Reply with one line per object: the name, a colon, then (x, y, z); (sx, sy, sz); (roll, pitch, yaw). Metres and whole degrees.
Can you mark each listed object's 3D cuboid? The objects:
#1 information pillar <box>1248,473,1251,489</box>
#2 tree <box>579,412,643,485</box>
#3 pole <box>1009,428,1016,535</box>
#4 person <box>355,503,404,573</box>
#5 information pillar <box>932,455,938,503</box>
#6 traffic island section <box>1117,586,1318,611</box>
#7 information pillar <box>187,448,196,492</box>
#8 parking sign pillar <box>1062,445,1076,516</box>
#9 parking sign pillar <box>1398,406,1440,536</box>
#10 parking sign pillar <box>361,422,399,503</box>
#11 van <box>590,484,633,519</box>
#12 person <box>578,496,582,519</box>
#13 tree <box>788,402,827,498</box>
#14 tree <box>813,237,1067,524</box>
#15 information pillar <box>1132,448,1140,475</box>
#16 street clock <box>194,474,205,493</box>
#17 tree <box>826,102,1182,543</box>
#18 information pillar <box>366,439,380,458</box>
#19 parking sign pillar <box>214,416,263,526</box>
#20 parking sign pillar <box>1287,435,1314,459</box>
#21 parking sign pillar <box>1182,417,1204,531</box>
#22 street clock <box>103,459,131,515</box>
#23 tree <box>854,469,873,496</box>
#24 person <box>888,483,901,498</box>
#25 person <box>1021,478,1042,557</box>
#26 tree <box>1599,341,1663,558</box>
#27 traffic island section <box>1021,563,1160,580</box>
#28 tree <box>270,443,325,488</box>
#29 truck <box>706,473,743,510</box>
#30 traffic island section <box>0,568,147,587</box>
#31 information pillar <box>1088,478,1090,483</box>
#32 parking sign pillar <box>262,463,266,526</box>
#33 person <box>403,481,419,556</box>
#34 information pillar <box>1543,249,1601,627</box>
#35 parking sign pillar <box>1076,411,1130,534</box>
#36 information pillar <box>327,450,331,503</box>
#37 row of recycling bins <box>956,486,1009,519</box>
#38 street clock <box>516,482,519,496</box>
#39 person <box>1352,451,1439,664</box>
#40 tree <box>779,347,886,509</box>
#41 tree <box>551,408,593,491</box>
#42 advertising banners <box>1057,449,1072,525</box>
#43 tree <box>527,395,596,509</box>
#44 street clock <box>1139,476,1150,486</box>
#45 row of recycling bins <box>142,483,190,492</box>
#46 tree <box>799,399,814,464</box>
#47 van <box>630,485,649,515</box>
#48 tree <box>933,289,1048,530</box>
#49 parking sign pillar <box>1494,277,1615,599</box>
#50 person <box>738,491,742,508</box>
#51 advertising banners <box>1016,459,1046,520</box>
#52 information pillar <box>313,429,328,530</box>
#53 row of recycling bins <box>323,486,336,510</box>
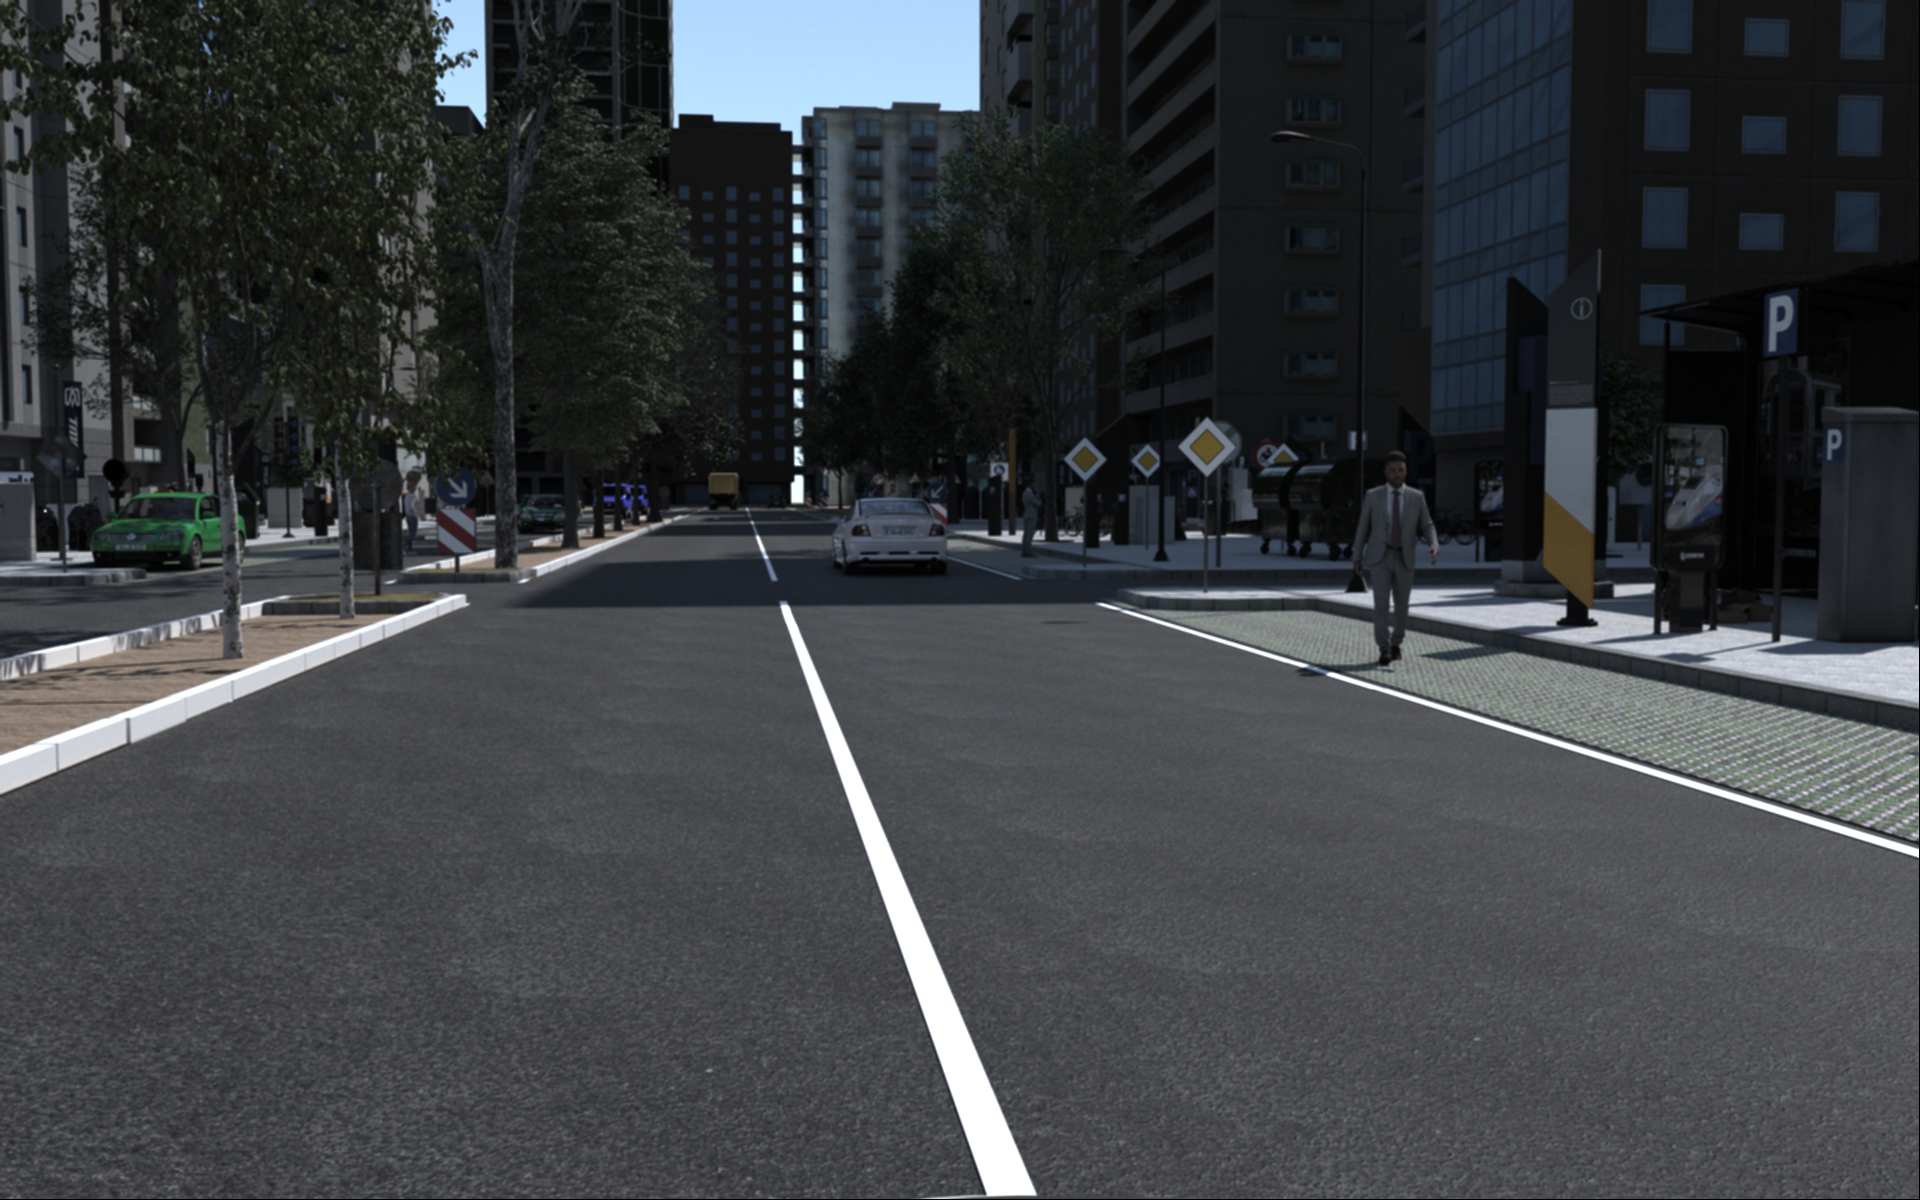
information pillar: (10.064, -3.472, 61.263); (0.304, 2.012, 0.304); (-3, 5, -42)
tree: (-35.957, -16.674, 179.268); (9.857, 13.997, 8.962); (0, 3, 0)
pole: (1.632, -3.674, 53.913); (0.158, 3.312, 0.155); (0, 3, 0)
person: (-10.373, -1.377, 30.992); (0.713, 1.824, 0.794); (2, 4, 35)
information pillar: (-1.190, -5.509, 81.425); (0.183, 3.616, 0.504); (2, 4, 24)
traffic island section: (3.206, -0.013, 22.498); (2.009, 0.180, 2.903); (0, 4, -7)
information pillar: (-38.946, -5.897, 87.767); (0.504, 3.616, 0.183); (2, 4, 28)
parking sign pillar: (6.310, -6.491, 94.603); (1.447, 3.967, 1.447); (1, 4, 23)
parking sign pillar: (14.060, -3.965, 53.307); (1.447, 3.967, 1.447); (-2, 4, -34)
parking sign pillar: (-21.680, -4.662, 64.694); (1.447, 3.967, 1.447); (0, 4, -7)
van: (-20.033, -5.843, 99.919); (2.240, 2.365, 5.245); (0, 4, -7)
person: (-22.052, -5.357, 100.330); (0.306, 1.304, 0.590); (1, 4, 21)
tree: (-14.360, -15.594, 180.713); (9.928, 11.665, 9.643); (0, 3, 0)
tree: (-0.373, -9.649, 74.775); (9.611, 12.733, 9.660); (0, 3, 0)
information pillar: (8.928, -5.903, 87.865); (0.504, 3.616, 0.183); (-2, 4, -33)
street clock: (-27.024, -3.486, 61.569); (0.358, 2.002, 0.471); (-2, 4, -29)
tree: (2.365, -7.366, 46.188); (9.928, 11.665, 9.643); (0, 3, 0)
information pillar: (-20.892, -4.298, 61.626); (0.504, 3.616, 0.183); (0, 4, -2)
parking sign pillar: (-25.046, -4.367, 59.865); (1.447, 3.967, 1.447); (-1, 4, -20)
parking sign pillar: (15.312, -5.494, 78.296); (1.447, 3.967, 1.447); (3, 5, 41)
parking sign pillar: (8.114, -4.396, 60.349); (1.447, 3.967, 1.447); (1, 4, 9)
street clock: (-17.371, -1.905, 35.720); (0.471, 2.002, 0.358); (0, 4, -2)
tree: (-7.566, -8.310, 130.463); (1.663, 3.219, 1.824); (0, 3, 0)
person: (-2.350, -3.203, 60.956); (0.616, 1.811, 0.778); (2, 4, 26)
person: (1.637, -1.860, 39.097); (0.466, 1.800, 0.511); (-2, 4, -29)
tree: (12.939, -3.162, 35.406); (4.285, 4.588, 4.351); (0, 3, 0)
traffic island section: (2.205, -0.498, 30.421); (2.009, 0.180, 2.903); (0, 4, -7)
tree: (-38.230, -7.072, 99.348); (4.285, 4.588, 4.351); (0, 3, 0)
truck: (-21.601, -9.941, 158.454); (3.469, 3.379, 9.791); (0, 4, -7)
traffic island section: (-14.653, -0.368, 28.304); (2.009, 0.180, 2.903); (0, 4, -7)
information pillar: (6.094, -4.630, 80.186); (0.304, 2.012, 0.304); (0, 4, 7)
parking sign pillar: (-28.979, -5.002, 70.261); (1.447, 3.967, 1.447); (-2, 4, -35)
person: (-12.738, -1.887, 40.022); (0.731, 1.740, 0.598); (3, 5, 39)
information pillar: (5.953, -1.558, 16.828); (0.504, 3.616, 0.183); (3, 4, 38)
parking sign pillar: (4.844, -4.134, 56.060); (1.447, 3.967, 1.447); (-2, 4, -31)
information pillar: (-33.755, -6.186, 92.500); (0.183, 3.616, 0.504); (1, 4, 9)
row of recycling bins: (1.082, -5.001, 88.875); (3.534, 1.692, 1.069); (0, 4, 2)
street clock: (-24.849, -5.631, 96.642); (0.471, 2.002, 0.358); (-1, 4, -13)
person: (3.678, -0.360, 14.666); (0.678, 1.792, 0.850); (0, 4, 8)
tree: (-10.198, -14.366, 145.248); (12.009, 13.543, 11.850); (0, 3, 0)
tree: (-30.673, -11.510, 138.544); (4.360, 8.622, 3.978); (0, 3, 0)
advertising banners: (4.088, -4.338, 67.107); (0.090, 3.025, 2.074); (1, 4, 20)
tree: (-32.613, -13.135, 149.166); (8.767, 10.594, 7.601); (-2, 4, -31)
street clock: (7.328, -3.952, 69.189); (0.358, 2.002, 0.471); (-3, 4, -37)
row of recycling bins: (-30.527, -3.627, 66.409); (1.069, 1.692, 3.534); (-3, 5, -44)
tree: (-5.361, -12.061, 114.208); (9.611, 12.733, 9.660); (0, 3, 0)
van: (-22.633, -7.049, 119.630); (2.240, 2.365, 5.245); (0, 4, -7)
tree: (1.263, -6.790, 61.373); (4.360, 8.622, 3.978); (0, 3, 0)
parking sign pillar: (7.488, -2.035, 21.738); (1.447, 3.967, 1.447); (-1, 4, -21)
person: (-23.030, -10.442, 179.773); (0.990, 1.755, 0.434); (1, 4, 18)
advertising banners: (3.569, -5.478, 85.755); (2.074, 3.025, 0.090); (-2, 4, -33)
information pillar: (-23.124, -4.346, 62.409); (0.183, 3.616, 0.504); (0, 4, 6)
row of recycling bins: (-34.674, -5.357, 94.694); (1.069, 1.692, 3.534); (-1, 4, -22)
